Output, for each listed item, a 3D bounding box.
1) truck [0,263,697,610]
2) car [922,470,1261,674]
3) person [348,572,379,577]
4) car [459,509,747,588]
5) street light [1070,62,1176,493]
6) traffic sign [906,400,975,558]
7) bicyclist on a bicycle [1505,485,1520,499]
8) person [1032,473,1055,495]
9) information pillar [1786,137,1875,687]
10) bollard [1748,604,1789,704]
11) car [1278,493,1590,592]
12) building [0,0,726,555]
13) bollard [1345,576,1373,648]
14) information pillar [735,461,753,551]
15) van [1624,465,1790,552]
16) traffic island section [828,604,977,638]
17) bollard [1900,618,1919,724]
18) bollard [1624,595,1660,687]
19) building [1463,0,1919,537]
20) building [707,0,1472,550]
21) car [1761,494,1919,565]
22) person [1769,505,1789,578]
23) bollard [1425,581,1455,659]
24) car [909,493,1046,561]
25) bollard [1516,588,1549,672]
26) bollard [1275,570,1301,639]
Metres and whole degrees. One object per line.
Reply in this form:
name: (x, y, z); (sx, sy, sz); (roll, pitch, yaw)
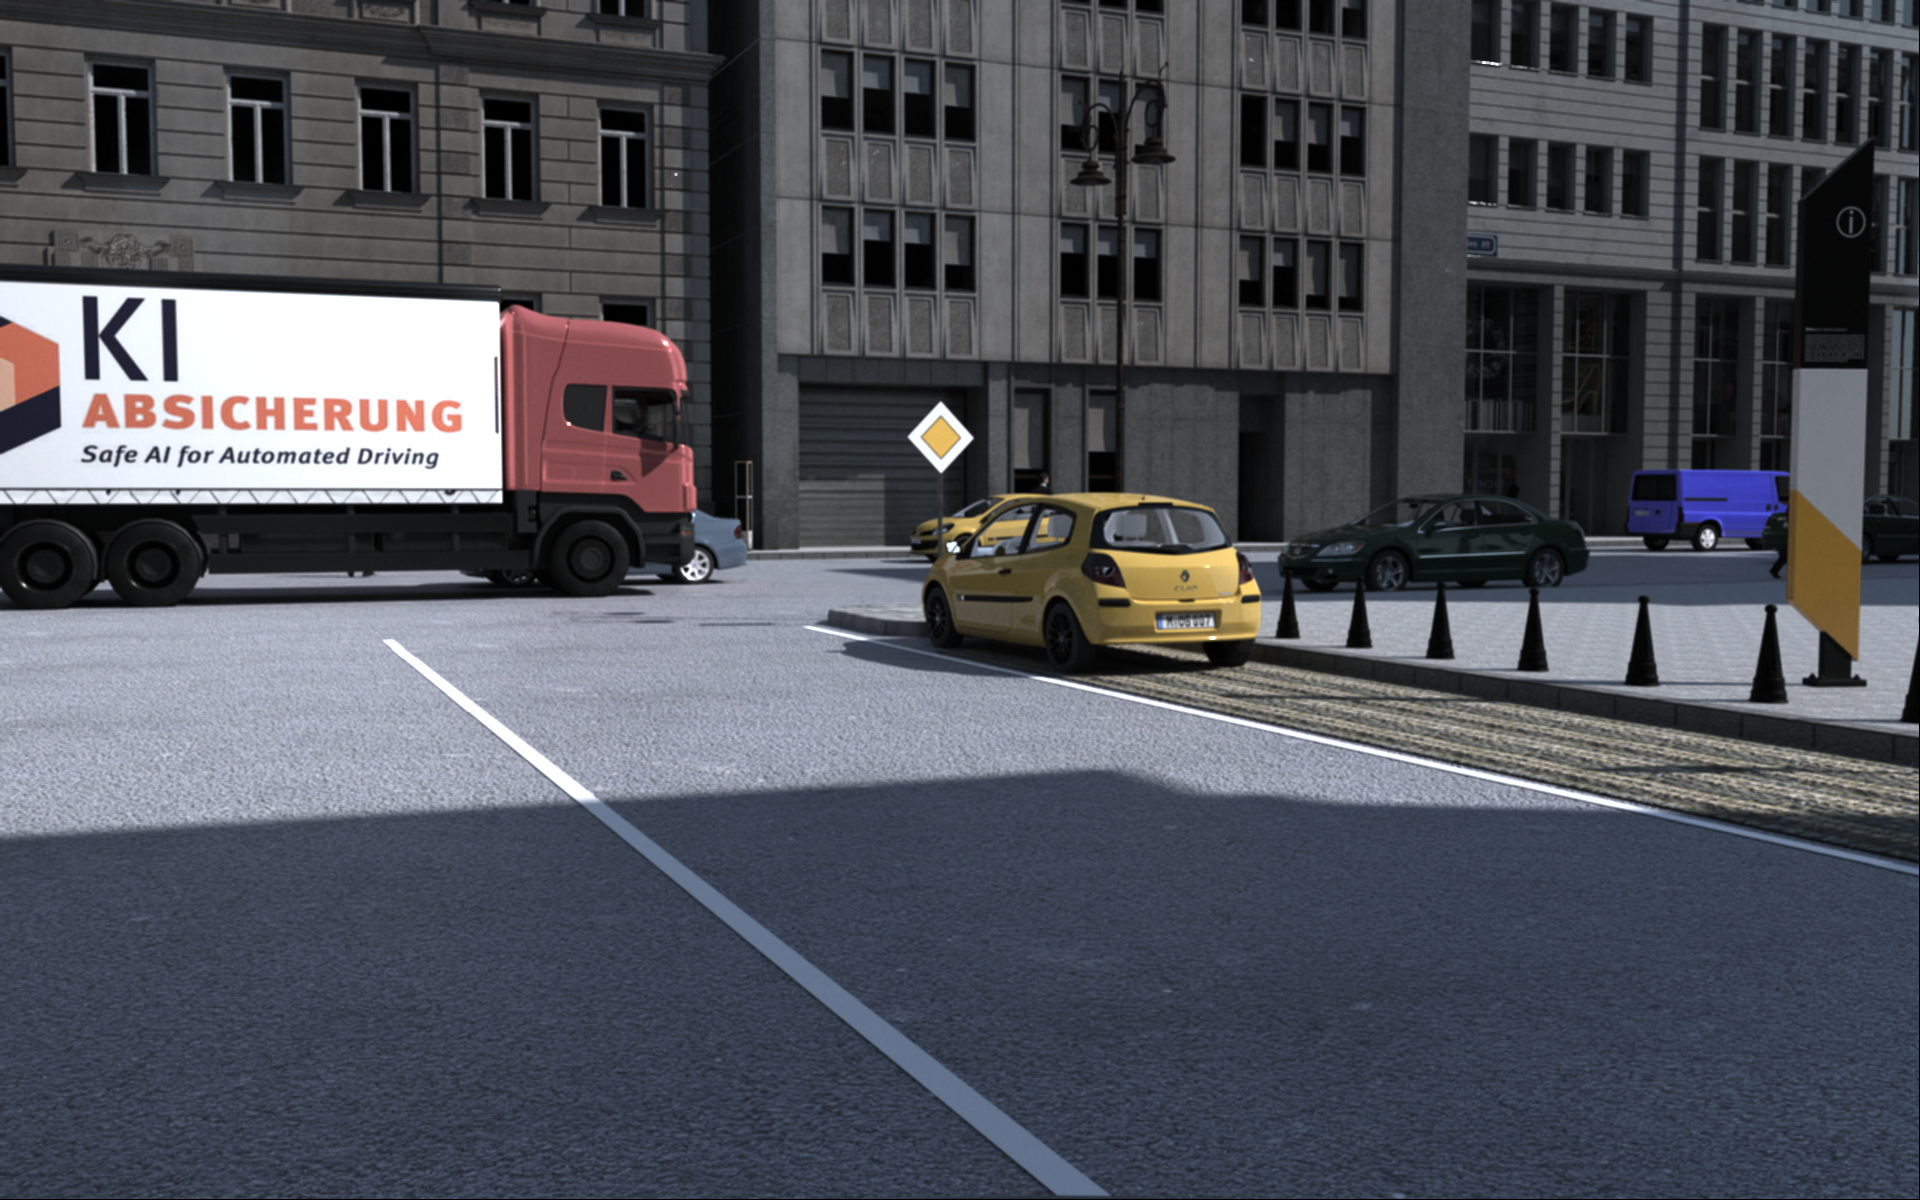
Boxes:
truck: (-8.690, -2.121, 23.588); (11.283, 4.237, 2.839); (-1, 4, -22)
car: (1.009, -0.315, 15.373); (2.015, 1.641, 3.980); (-2, 4, -23)
person: (-10.175, -1.279, 29.902); (0.782, 1.767, 0.515); (2, 4, 32)
car: (-5.678, -0.956, 27.632); (4.499, 1.417, 2.014); (-2, 4, -24)
street light: (1.761, -2.830, 19.063); (0.468, 5.910, 1.993); (-2, 4, -23)
traffic sign: (-0.217, -0.917, 18.629); (0.795, 2.450, 0.064); (-2, 4, -23)
bicyclist on a bicycle: (11.147, -1.515, 34.785); (1.625, 1.676, 1.499); (-1, 4, -22)
person: (1.961, -1.915, 39.166); (0.648, 1.900, 0.474); (1, 4, 13)
information pillar: (5.776, -1.231, 11.487); (0.504, 3.616, 0.183); (0, 4, -5)
bollard: (4.997, 0.327, 10.688); (0.229, 0.601, 0.229); (0, 3, 0)
car: (7.016, -0.848, 25.668); (4.920, 1.459, 2.131); (-1, 4, -23)
building: (-19.014, -14.814, 39.479); (25.104, 27.353, 12.463); (-2, 4, -23)
bollard: (3.341, 0.095, 14.483); (0.229, 0.601, 0.229); (0, 3, 0)
information pillar: (-4.852, -2.103, 38.882); (0.304, 2.012, 0.304); (1, 4, 13)
van: (19.626, -2.429, 44.101); (5.245, 2.365, 2.240); (-1, 4, -22)
traffic island section: (-0.198, 0.218, 18.715); (2.009, 0.180, 2.903); (-2, 4, -23)
bollard: (5.419, 0.386, 9.731); (0.229, 0.601, 0.229); (0, 3, 0)
bollard: (4.585, 0.270, 11.629); (0.229, 0.601, 0.229); (0, 3, 0)
building: (24.773, -17.190, 58.555); (29.804, 29.767, 11.434); (-2, 4, -23)
building: (2.223, -14.074, 48.139); (19.932, 24.808, 12.078); (-2, 4, -23)
car: (19.184, -1.507, 36.438); (4.920, 1.459, 2.131); (-1, 4, -22)
person: (14.176, -1.112, 29.369); (0.574, 1.496, 0.600); (-1, 4, -17)
bollard: (3.755, 0.154, 13.528); (0.229, 0.601, 0.229); (0, 3, 0)
car: (0.882, -1.636, 36.966); (3.980, 1.641, 2.015); (-2, 4, -23)
bollard: (4.169, 0.211, 12.588); (0.229, 0.601, 0.229); (0, 3, 0)
bollard: (2.923, 0.037, 15.431); (0.229, 0.601, 0.229); (0, 3, 0)
